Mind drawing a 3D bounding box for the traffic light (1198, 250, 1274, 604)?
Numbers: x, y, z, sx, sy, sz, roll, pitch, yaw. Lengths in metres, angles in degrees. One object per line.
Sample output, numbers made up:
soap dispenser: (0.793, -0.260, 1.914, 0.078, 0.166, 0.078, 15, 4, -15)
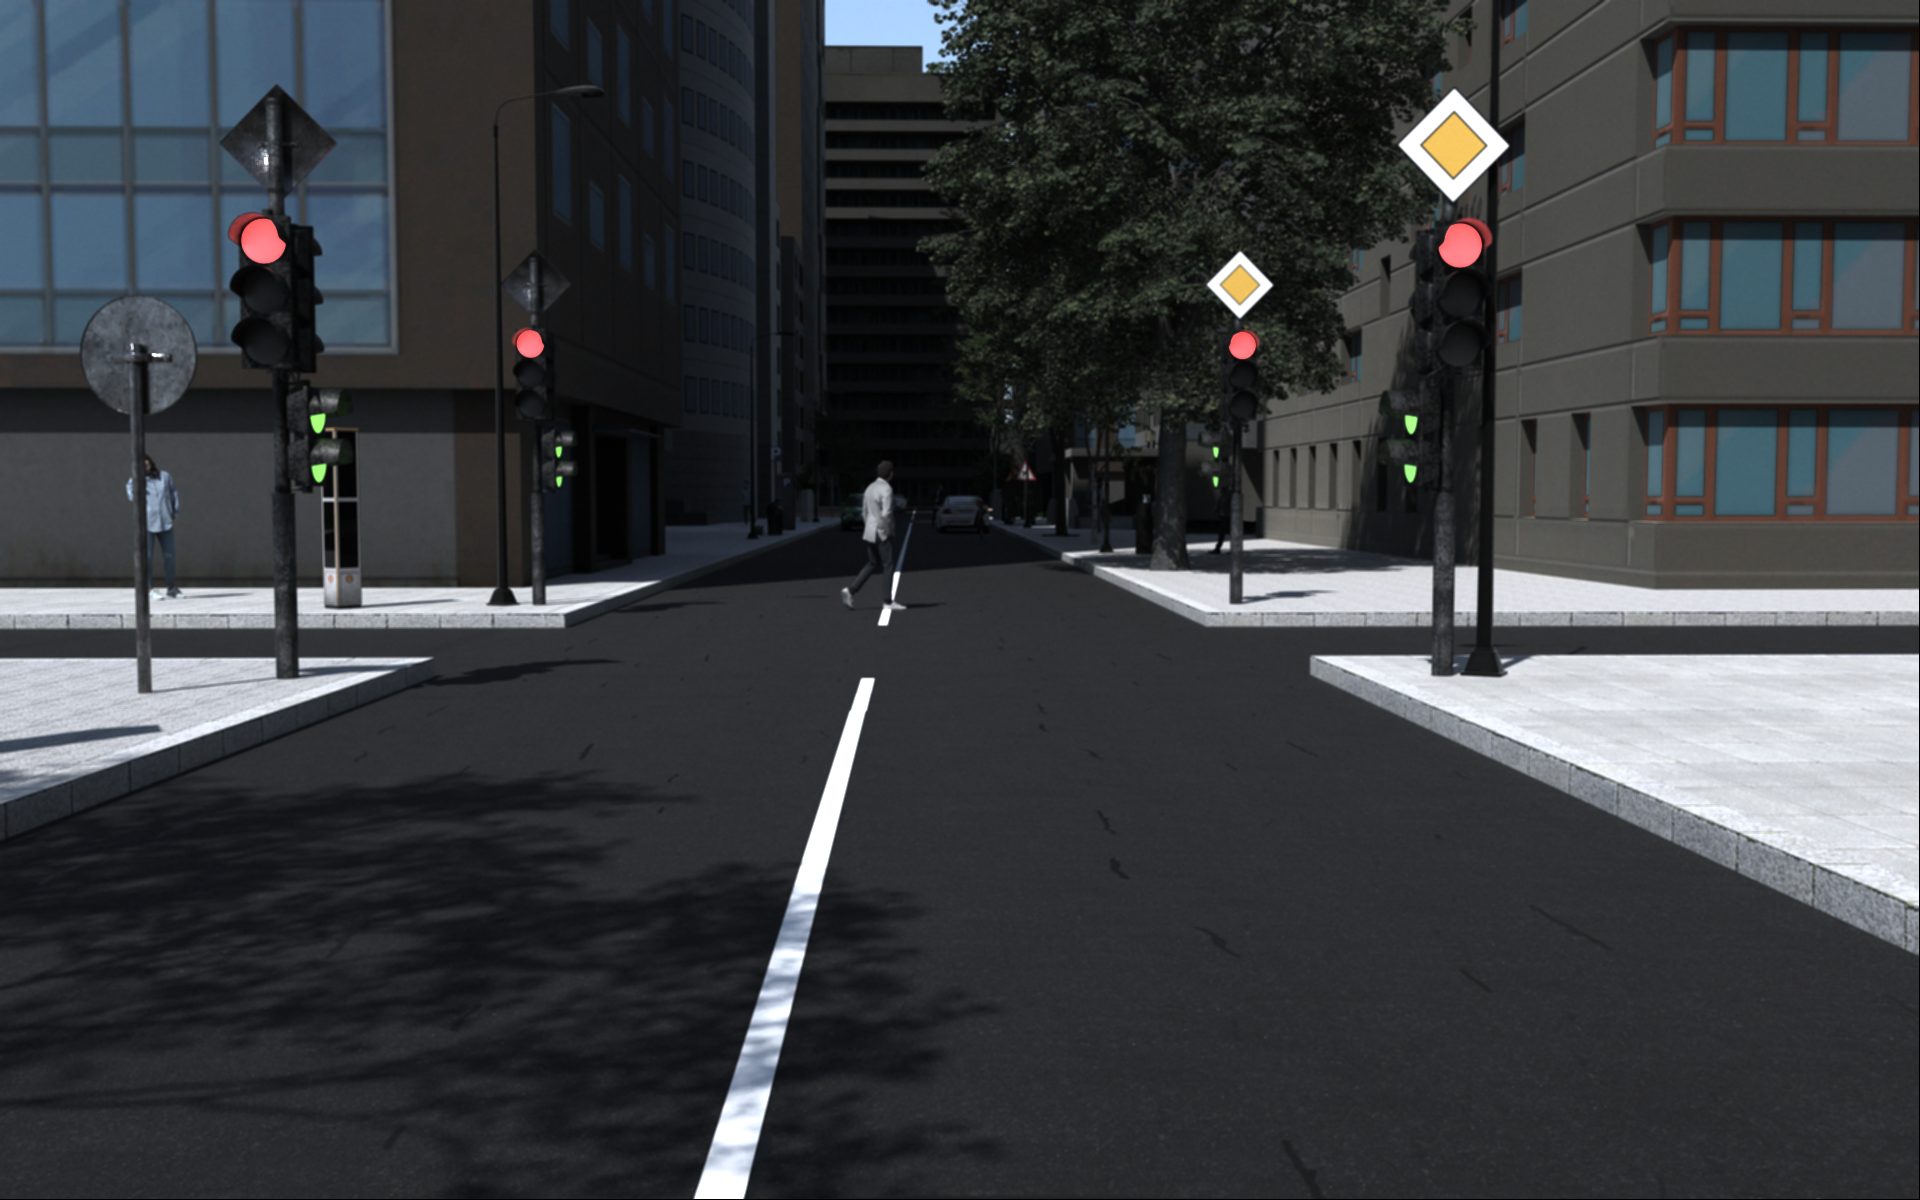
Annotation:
traffic light: (3.207, -1.909, 20.127, 0.839, 4.253, 0.868, 0, 4, -1)

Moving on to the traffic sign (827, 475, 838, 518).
traffic sign: (-6.817, -5.522, 92.411, 0.606, 2.300, 0.079, 1, 4, 8)

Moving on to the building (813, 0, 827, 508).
building: (-25.505, -34.454, 152.558, 27.495, 52.752, 28.713, 0, 4, -1)

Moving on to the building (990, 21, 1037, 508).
building: (14.479, -51.287, 151.211, 22.319, 86.520, 31.000, 0, 4, -1)

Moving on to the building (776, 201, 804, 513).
building: (-24.815, -16.239, 110.547, 27.650, 21.520, 28.899, 0, 4, -1)

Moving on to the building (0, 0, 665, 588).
building: (-12.702, -23.167, 28.884, 14.600, 45.320, 14.200, 0, 4, -1)

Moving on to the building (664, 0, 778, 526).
building: (-20.218, -32.883, 79.630, 21.231, 58.520, 28.212, 0, 4, -1)

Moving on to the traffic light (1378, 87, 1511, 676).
traffic light: (3.394, -1.420, 12.144, 0.839, 4.253, 0.868, 0, 4, -1)

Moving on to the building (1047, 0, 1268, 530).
building: (20.149, -23.115, 69.813, 32.217, 40.220, 23.993, 0, 4, -1)

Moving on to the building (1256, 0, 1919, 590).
building: (23.456, -11.725, 36.735, 28.899, 21.520, 27.650, 0, 4, -1)

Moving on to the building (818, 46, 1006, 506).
building: (-6.118, -34.744, 191.764, 21.600, 48.544, 21.300, 0, 4, -1)

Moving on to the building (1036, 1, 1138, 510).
building: (12.454, -28.445, 115.194, 14.600, 45.320, 14.200, 0, 4, -1)

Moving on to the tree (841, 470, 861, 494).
tree: (-8.631, -8.815, 138.734, 1.663, 3.219, 1.824, 0, 3, 0)

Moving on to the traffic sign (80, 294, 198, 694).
traffic sign: (-5.258, -0.672, 11.095, 0.768, 2.556, 0.104, 0, 4, 3)

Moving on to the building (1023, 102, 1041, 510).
building: (11.631, -21.932, 130.282, 14.160, 30.474, 14.107, 0, 4, -1)

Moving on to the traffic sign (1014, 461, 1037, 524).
traffic sign: (2.527, -4.105, 67.115, 0.884, 2.594, 0.081, 0, 4, 7)

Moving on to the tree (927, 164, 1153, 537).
tree: (2.912, -7.743, 52.349, 9.928, 11.665, 9.643, 0, 3, 0)

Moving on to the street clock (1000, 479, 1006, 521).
street clock: (2.065, -4.718, 81.717, 0.358, 2.002, 0.471, 0, 4, 0)

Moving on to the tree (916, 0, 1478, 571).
tree: (3.469, -7.472, 28.829, 9.857, 13.997, 8.962, 0, 3, 0)

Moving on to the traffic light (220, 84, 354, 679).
traffic light: (-4.664, -1.408, 11.940, 0.839, 4.253, 0.868, 0, 4, -1)

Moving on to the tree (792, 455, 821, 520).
tree: (-7.545, -5.656, 87.080, 1.663, 3.219, 1.824, 0, 3, 0)

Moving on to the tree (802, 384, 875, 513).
tree: (-8.333, -10.127, 115.938, 4.360, 8.622, 3.978, 0, 3, 0)

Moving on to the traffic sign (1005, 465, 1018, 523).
traffic sign: (2.437, -4.735, 77.421, 0.884, 2.594, 0.081, 0, 4, 4)

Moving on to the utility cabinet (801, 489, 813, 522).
utility cabinet: (-7.094, -4.371, 80.152, 0.318, 1.500, 1.173, 0, 4, 8)

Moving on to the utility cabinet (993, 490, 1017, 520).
utility cabinet: (2.210, -4.720, 85.847, 1.173, 1.500, 0.318, 2, 4, 27)

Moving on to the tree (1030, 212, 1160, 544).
tree: (3.534, -5.745, 44.287, 4.737, 8.622, 4.395, 0, 3, 0)

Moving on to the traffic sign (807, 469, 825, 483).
traffic sign: (-7.017, -5.166, 84.465, 0.884, 2.594, 0.081, 0, 4, 0)

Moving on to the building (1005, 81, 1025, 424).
building: (19.864, -35.132, 194.013, 30.456, 49.044, 23.786, 0, 4, -1)

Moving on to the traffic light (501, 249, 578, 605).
traffic light: (-4.852, -1.896, 19.923, 0.839, 4.253, 0.868, 0, 4, -1)

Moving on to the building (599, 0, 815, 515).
building: (-18.436, -29.442, 131.485, 14.600, 45.320, 14.200, 0, 4, -1)
